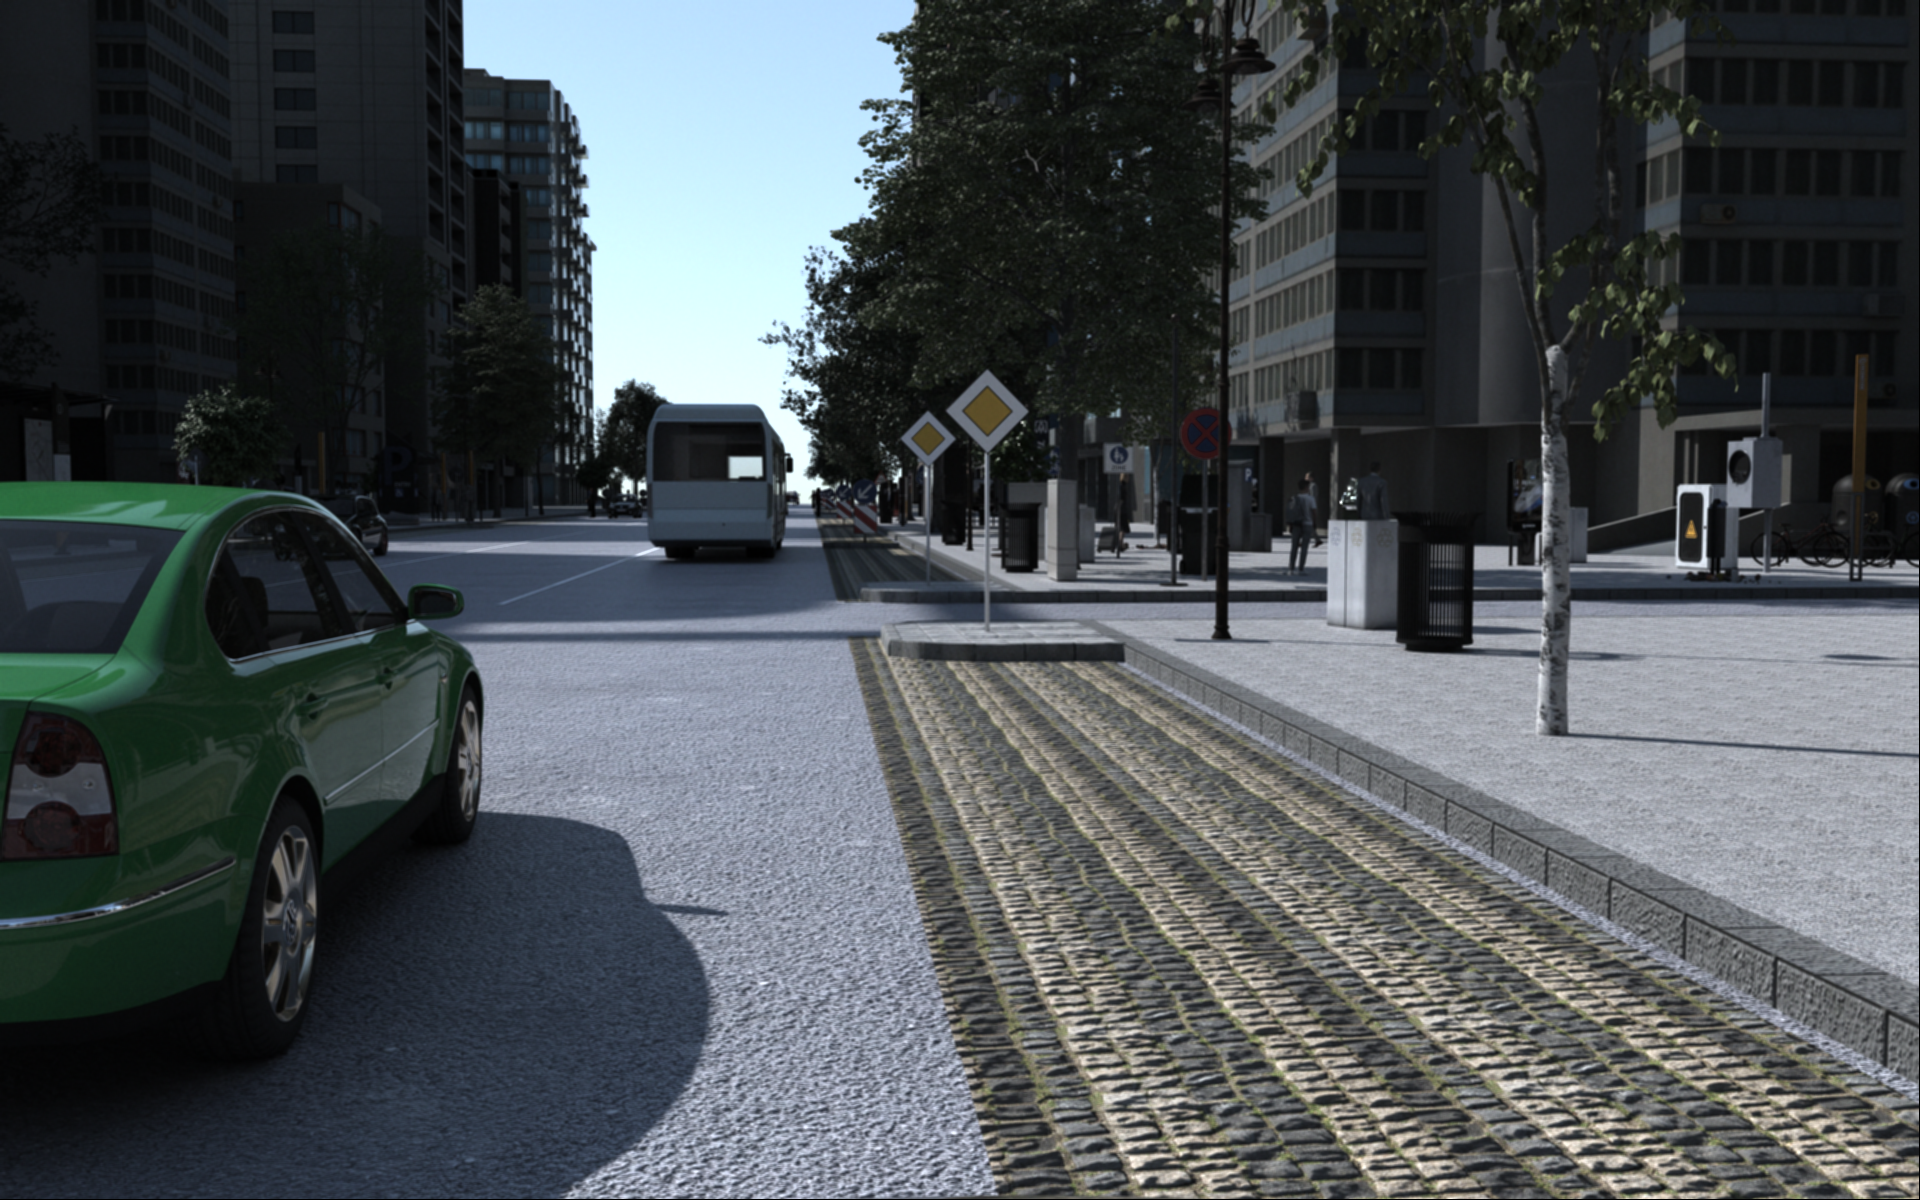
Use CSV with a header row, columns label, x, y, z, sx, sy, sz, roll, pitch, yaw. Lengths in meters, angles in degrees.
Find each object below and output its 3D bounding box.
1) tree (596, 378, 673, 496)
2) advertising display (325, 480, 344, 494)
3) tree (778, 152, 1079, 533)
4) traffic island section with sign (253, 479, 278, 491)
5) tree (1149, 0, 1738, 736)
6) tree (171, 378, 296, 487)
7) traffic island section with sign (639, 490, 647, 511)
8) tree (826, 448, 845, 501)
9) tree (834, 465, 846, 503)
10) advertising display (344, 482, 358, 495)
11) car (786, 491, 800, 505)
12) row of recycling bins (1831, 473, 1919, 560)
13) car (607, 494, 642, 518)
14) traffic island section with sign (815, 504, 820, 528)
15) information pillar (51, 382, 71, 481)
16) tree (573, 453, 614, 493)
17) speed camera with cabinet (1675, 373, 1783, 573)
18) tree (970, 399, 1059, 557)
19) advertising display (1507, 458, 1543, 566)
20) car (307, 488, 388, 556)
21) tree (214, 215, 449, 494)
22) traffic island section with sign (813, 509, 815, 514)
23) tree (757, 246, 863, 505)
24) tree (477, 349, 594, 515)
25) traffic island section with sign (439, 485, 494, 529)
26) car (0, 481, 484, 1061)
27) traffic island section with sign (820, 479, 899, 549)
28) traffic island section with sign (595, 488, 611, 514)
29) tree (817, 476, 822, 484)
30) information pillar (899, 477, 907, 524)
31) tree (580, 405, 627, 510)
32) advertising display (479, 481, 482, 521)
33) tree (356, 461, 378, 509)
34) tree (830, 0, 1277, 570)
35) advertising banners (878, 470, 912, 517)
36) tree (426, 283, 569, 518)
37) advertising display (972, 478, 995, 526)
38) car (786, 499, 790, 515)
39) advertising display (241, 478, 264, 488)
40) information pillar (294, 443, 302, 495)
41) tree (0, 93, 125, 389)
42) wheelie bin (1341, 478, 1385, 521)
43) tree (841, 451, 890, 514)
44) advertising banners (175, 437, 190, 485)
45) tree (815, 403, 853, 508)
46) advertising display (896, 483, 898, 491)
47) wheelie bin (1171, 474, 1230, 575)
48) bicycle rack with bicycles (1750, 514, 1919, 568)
label,x,y,z,sx,sy,sz,roll,pitch,yaw
tree,-31.616,-15.426,169.230,9.611,12.733,9.660,0,3,0
advertising display,-28.993,-4.565,79.855,0.123,1.923,0.974,3,4,36
tree,-0.722,-8.540,56.638,9.611,12.733,9.660,0,3,0
traffic island section with sign,-18.127,-2.219,44.912,1.989,1.847,2.006,0,4,-5
tree,2.946,-3.580,8.900,4.737,8.622,4.395,0,3,0
tree,-20.683,-4.010,49.275,4.285,4.588,4.351,0,3,0
traffic island section with sign,-27.200,-8.577,148.864,1.989,1.847,2.006,0,4,-5
tree,-14.904,-17.232,216.152,8.767,10.594,7.601,3,5,39
tree,-17.467,-17.985,244.421,4.737,8.622,4.395,0,3,0
advertising display,-33.889,-5.558,96.091,0.974,1.923,0.123,-1,4,-12
car,-23.236,-14.104,239.267,2.281,1.827,5.304,0,4,-4
row of recycling bins,19.057,-1.644,33.997,3.534,1.692,1.069,1,4,14
car,-20.022,-5.734,103.533,2.009,1.686,4.222,0,4,-5
traffic island section with sign,-5.054,-3.973,73.586,1.989,1.847,2.006,0,4,-5
information pillar,-18.856,-2.753,36.367,0.183,3.616,0.504,0,4,3
tree,-29.116,-9.425,137.804,4.285,4.588,4.351,0,3,0
speed camera with cabinet,12.848,-2.119,28.987,0.660,3.252,2.038,-1,4,-11
tree,1.271,-2.494,35.375,1.663,3.219,1.824,0,3,0
advertising display,10.200,-1.587,31.156,0.974,1.923,0.123,-2,4,-34
car,-14.134,-1.785,38.971,2.009,1.686,4.222,0,4,-5
tree,-22.966,-8.424,63.480,9.928,11.665,9.643,0,3,0
traffic island section with sign,-9.352,-6.987,122.857,1.989,1.847,2.006,0,4,-5
tree,-9.036,-16.985,133.585,12.611,20.169,13.585,0,3,0
tree,-26.122,-10.518,106.378,7.601,10.594,8.767,-1,4,-15
traffic island section with sign,-20.496,-3.880,72.062,1.989,1.847,2.006,0,4,-5
car,-2.735,0.192,5.660,1.959,1.807,4.718,0,4,-6
traffic island section with sign,-2.654,-2.290,46.071,1.989,1.847,2.006,0,4,-5
traffic island section with sign,-24.848,-6.926,121.873,1.989,1.847,2.006,0,4,-5
tree,-16.937,-20.415,251.916,7.486,12.596,7.792,0,3,0
information pillar,-2.456,-4.296,74.738,0.304,2.012,0.304,1,4,13
tree,-29.264,-11.777,142.918,4.737,8.622,4.395,0,3,0
advertising display,-23.115,-4.791,83.551,0.123,1.923,0.974,-1,4,-16
tree,-30.075,-5.797,89.380,1.663,3.219,1.824,0,3,0
tree,1.686,-6.807,29.419,7.486,12.596,7.792,0,3,0
advertising banners,-3.608,-6.179,97.208,2.074,3.025,0.090,-1,4,-15
tree,-24.684,-10.732,93.601,7.486,12.596,7.792,0,3,0
advertising display,0.955,-3.939,69.621,0.974,1.923,0.123,2,4,24
car,-12.716,-6.530,118.568,2.131,1.459,4.920,0,4,-4
advertising display,-23.748,-3.243,58.242,0.974,1.923,0.123,2,4,24
information pillar,-30.262,-5.375,79.234,0.504,3.616,0.183,3,5,43
tree,-19.551,-5.862,30.250,7.601,10.594,8.767,2,4,25
wheelie bin,7.766,-1.555,33.340,0.693,1.594,0.980,-3,5,-43
tree,-6.028,-7.806,111.337,4.285,4.588,4.351,0,3,0
advertising banners,-23.943,-3.402,51.806,0.090,3.025,2.074,3,5,44
tree,-9.609,-14.045,155.384,9.928,11.665,9.643,0,3,0
advertising display,-4.050,-5.751,99.236,0.974,1.923,0.123,0,4,7
wheelie bin,3.843,-1.206,27.627,0.980,1.594,0.693,1,4,18
bicycle rack with bicycles,15.844,-1.073,30.927,2.925,0.926,2.852,2,4,31
